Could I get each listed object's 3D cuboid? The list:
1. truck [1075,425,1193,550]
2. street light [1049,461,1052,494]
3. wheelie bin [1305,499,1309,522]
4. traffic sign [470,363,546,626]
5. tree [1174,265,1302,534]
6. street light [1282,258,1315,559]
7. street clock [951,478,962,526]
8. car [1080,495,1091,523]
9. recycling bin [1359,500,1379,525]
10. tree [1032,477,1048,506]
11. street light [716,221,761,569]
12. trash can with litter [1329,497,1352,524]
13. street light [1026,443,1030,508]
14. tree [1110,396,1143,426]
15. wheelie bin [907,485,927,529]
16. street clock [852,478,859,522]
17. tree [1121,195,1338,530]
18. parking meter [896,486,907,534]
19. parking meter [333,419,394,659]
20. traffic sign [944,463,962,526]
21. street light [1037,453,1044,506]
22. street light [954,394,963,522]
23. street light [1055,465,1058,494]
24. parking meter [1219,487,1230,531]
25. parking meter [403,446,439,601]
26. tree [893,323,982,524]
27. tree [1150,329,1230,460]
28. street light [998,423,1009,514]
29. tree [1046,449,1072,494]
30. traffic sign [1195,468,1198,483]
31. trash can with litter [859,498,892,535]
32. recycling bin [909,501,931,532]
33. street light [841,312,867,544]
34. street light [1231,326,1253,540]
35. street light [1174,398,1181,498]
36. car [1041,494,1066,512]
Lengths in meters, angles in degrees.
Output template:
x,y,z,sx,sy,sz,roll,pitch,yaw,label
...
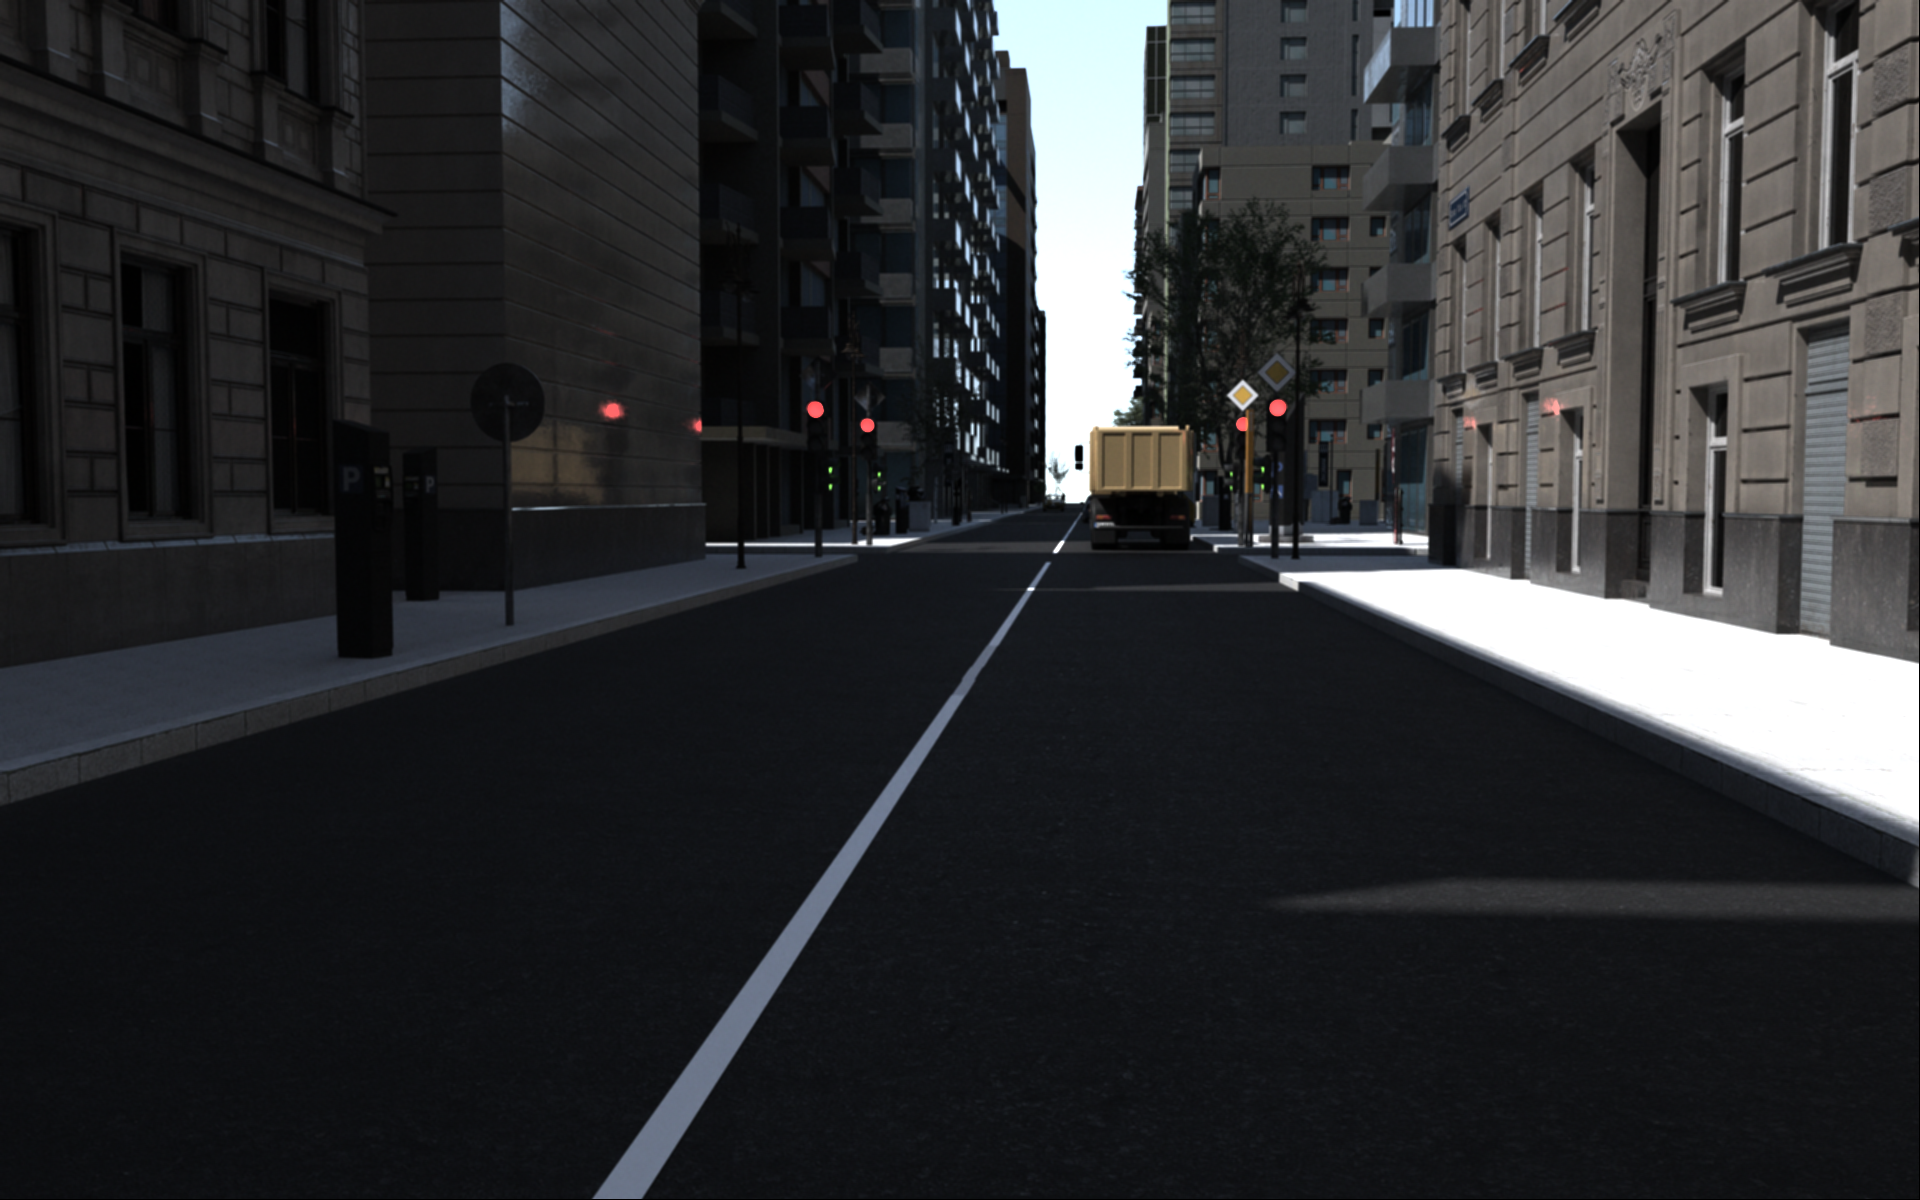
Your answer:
x,y,z,sx,sy,sz,roll,pitch,yaw,label
4.888,-3.189,48.057,3.469,3.379,9.791,0,4,4,truck
12.438,-16.251,238.485,0.468,5.910,1.993,0,4,4,street light
15.882,-4.462,80.862,0.693,1.594,0.980,-2,4,-31,wheelie bin
-4.400,-1.024,16.845,0.768,2.556,0.104,1,4,9,traffic sign
8.869,-6.416,55.260,4.360,8.622,3.978,0,3,0,tree
6.639,-3.750,34.096,0.468,5.910,1.993,0,4,4,street light
-0.150,-4.035,70.536,0.358,2.002,0.471,2,4,32,street clock
7.105,-4.639,87.854,2.014,1.417,4.499,0,4,3,car
16.819,-3.585,71.175,0.722,1.027,0.722,1,4,19,recycling bin
9.091,-12.228,194.522,1.663,3.219,1.824,0,3,0,tree
-3.771,-3.479,29.667,0.468,5.910,1.993,0,4,4,street light
16.137,-3.803,73.571,0.624,1.170,1.055,-3,4,-38,trash can with litter
6.061,-11.138,154.887,0.468,5.910,1.993,0,4,4,street light
20.216,-17.281,200.673,7.486,12.596,7.792,0,3,0,tree
-1.642,-3.423,63.877,0.693,1.594,0.980,2,4,28,wheelie bin
-4.820,-4.614,80.004,0.358,2.002,0.471,0,4,4,street clock
9.480,-8.313,61.666,9.928,11.665,9.643,0,3,0,tree
-1.900,-2.918,56.118,0.372,1.533,0.369,0,3,0,parking meter
-4.677,-0.482,13.599,0.399,1.863,0.255,1,4,19,parking meter
-0.294,-4.271,69.929,0.768,2.556,0.104,1,4,10,traffic sign
8.678,-13.276,189.853,0.468,5.910,1.993,0,4,4,street light
0.024,-6.472,78.608,0.468,5.910,1.993,0,4,4,street light
15.234,-18.367,273.088,0.468,5.910,1.993,0,4,4,street light
9.297,-3.211,60.906,0.372,1.533,0.369,0,3,0,parking meter
-6.493,-0.926,20.858,0.255,1.863,0.399,1,4,17,parking meter
-1.064,-7.646,75.367,4.360,8.622,3.978,0,3,0,tree
10.391,-7.808,78.021,4.737,8.622,4.395,0,3,0,tree
2.768,-8.586,113.170,0.468,5.910,1.993,0,4,4,street light
15.541,-19.977,276.987,4.737,8.622,4.395,0,3,0,tree
8.935,-3.982,67.231,0.606,2.300,0.079,1,4,13,traffic sign
-2.641,-2.598,53.863,1.055,1.170,0.624,2,4,25,trash can with litter
-1.377,-2.874,59.544,0.722,1.027,0.722,0,4,4,recycling bin
-2.688,-4.358,44.042,0.468,5.910,1.993,0,4,4,street light
7.772,-4.591,47.852,0.468,5.910,1.993,0,4,4,street light
10.427,-6.705,82.422,0.468,5.910,1.993,0,4,4,street light
7.758,-8.143,143.359,2.015,1.641,3.980,0,4,5,car
